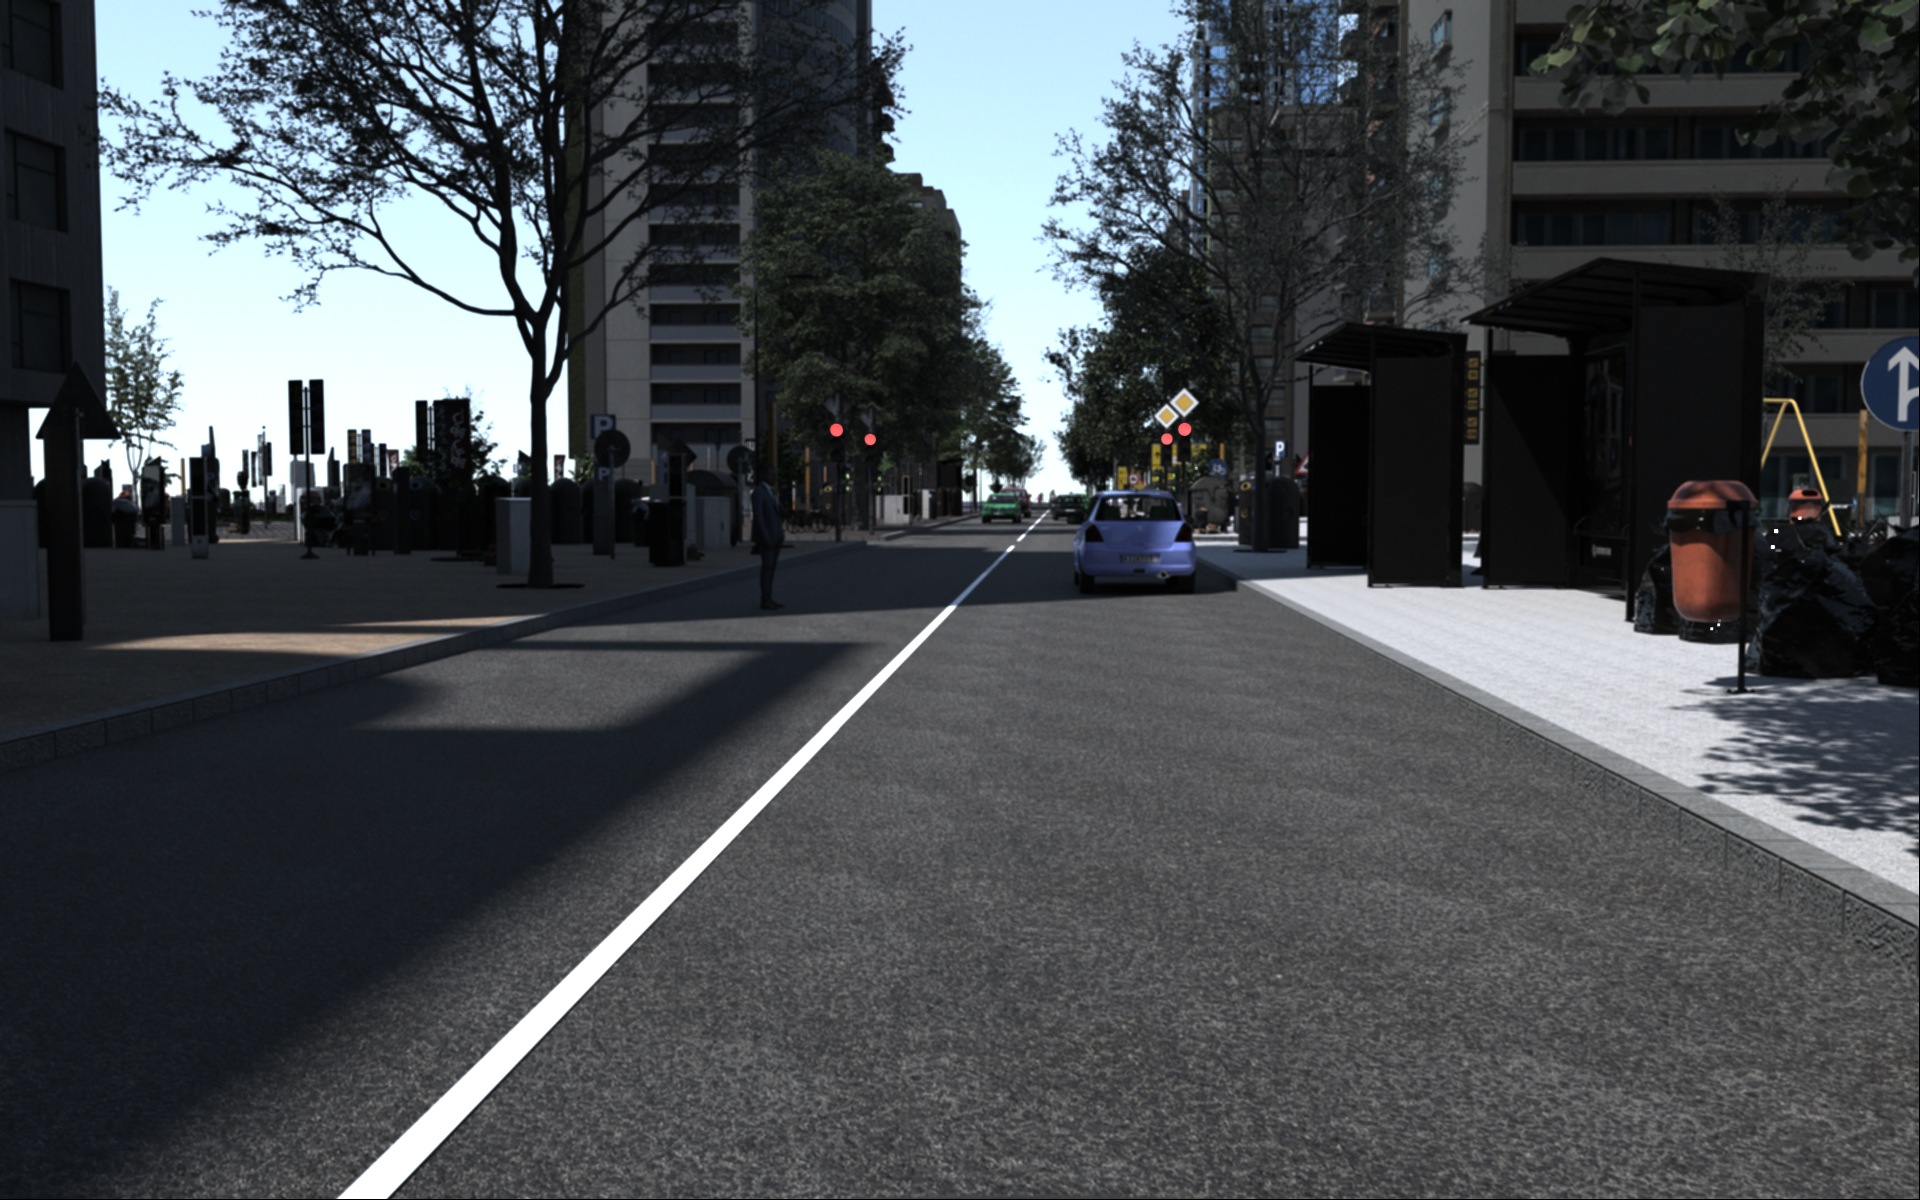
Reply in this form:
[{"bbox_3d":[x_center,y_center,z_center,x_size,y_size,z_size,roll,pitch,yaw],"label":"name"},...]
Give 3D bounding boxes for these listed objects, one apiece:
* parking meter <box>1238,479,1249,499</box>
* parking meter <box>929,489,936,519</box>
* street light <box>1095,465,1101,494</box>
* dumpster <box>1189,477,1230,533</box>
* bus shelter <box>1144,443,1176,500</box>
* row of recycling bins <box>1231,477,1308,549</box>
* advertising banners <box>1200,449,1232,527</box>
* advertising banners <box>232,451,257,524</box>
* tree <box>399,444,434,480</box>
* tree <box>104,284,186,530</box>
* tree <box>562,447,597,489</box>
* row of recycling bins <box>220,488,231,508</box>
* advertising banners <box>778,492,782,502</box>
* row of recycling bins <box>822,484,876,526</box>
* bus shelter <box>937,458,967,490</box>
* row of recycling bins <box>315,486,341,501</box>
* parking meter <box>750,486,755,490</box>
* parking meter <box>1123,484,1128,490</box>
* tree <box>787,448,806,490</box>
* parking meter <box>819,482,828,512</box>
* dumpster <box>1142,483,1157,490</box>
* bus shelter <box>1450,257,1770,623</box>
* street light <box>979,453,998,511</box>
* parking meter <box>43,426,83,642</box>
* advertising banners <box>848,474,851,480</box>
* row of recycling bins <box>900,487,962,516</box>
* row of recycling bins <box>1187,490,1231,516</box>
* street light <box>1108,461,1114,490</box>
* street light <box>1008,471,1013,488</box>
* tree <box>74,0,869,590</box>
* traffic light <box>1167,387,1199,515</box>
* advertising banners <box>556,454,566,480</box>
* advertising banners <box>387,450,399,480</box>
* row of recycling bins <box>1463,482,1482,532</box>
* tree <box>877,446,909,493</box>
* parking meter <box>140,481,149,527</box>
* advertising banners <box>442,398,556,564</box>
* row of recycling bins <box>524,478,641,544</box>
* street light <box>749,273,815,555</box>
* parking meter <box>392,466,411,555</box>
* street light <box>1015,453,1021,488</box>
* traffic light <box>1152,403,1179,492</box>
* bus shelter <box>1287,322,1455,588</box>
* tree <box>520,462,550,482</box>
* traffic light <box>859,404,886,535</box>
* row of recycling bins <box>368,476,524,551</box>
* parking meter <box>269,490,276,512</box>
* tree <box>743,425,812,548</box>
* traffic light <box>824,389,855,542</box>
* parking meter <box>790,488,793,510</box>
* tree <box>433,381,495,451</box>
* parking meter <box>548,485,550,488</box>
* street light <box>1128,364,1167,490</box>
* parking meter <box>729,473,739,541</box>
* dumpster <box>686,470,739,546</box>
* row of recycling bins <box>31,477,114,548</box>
[{"bbox_3d":[11.104,-3.796,67.768,0.399,1.863,0.255,0,4,-4],"label":"parking meter"},{"bbox_3d":[-1.384,-4.848,87.681,0.372,1.533,0.369,0,3,0],"label":"parking meter"},{"bbox_3d":[11.450,-10.221,139.651,1.470,5.913,1.316,0,4,3],"label":"street light"},{"bbox_3d":[8.384,-3.199,58.054,1.264,1.857,1.865,0,4,3],"label":"dumpster"},{"bbox_3d":[12.267,-7.689,103.345,2.179,5.291,8.768,0,4,3],"label":"bus shelter"},{"bbox_3d":[7.543,-2.145,42.180,1.069,1.692,3.534,0,4,-2],"label":"row of recycling bins"},{"bbox_3d":[10.022,-4.384,67.872,0.090,3.025,2.074,3,5,44],"label":"advertising banners"},{"bbox_3d":[-28.846,-4.511,69.948,0.090,3.025,2.074,0,4,5],"label":"advertising banners"},{"bbox_3d":[-31.896,-7.306,103.170,4.285,4.588,4.351,0,3,0],"label":"tree"},{"bbox_3d":[-28.981,-6.743,60.607,4.737,8.622,4.395,0,3,0],"label":"tree"},{"bbox_3d":[-15.324,-4.696,71.377,1.663,3.219,1.824,0,3,0],"label":"tree"},{"bbox_3d":[-51.022,-6.880,119.598,1.069,1.692,3.534,-2,4,-31],"label":"row of recycling bins"},{"bbox_3d":[-4.968,-3.081,46.561,0.090,3.025,2.074,-1,4,-13],"label":"advertising banners"},{"bbox_3d":[-4.499,-3.872,70.424,1.069,1.692,3.534,-2,4,-32],"label":"row of recycling bins"},{"bbox_3d":[-0.551,-7.605,115.617,1.731,3.624,6.357,0,4,4],"label":"bus shelter"},{"bbox_3d":[-46.649,-7.278,126.102,3.534,1.692,1.069,1,4,12],"label":"row of recycling bins"},{"bbox_3d":[-15.397,-7.523,128.709,0.399,1.863,0.255,1,4,14],"label":"parking meter"},{"bbox_3d":[10.017,-6.012,104.014,0.399,1.863,0.255,0,4,-2],"label":"parking meter"},{"bbox_3d":[-12.173,-8.380,120.724,4.285,4.588,4.351,0,3,0],"label":"tree"},{"bbox_3d":[-6.564,-4.757,83.483,0.399,1.863,0.255,-3,5,-42],"label":"parking meter"},{"bbox_3d":[9.666,-4.909,86.021,1.264,1.857,1.865,0,4,3],"label":"dumpster"},{"bbox_3d":[7.387,-1.773,20.271,1.731,3.624,6.357,0,4,3],"label":"bus shelter"},{"bbox_3d":[2.112,-9.715,131.381,1.470,5.913,1.316,0,4,3],"label":"street light"},{"bbox_3d":[-7.870,-0.581,15.204,0.255,1.863,0.399,-2,4,-25],"label":"parking meter"},{"bbox_3d":[-8.068,-7.203,113.963,2.074,3.025,0.090,1,4,20],"label":"advertising banners"},{"bbox_3d":[-1.588,-5.753,101.179,3.534,1.692,1.069,1,4,10],"label":"row of recycling bins"},{"bbox_3d":[15.177,-5.844,102.667,3.534,1.692,1.069,0,4,-6],"label":"row of recycling bins"},{"bbox_3d":[8.806,-7.547,95.935,1.470,5.913,1.316,0,4,3],"label":"street light"},{"bbox_3d":[4.057,-11.715,164.087,1.470,5.913,1.316,0,4,3],"label":"street light"},{"bbox_3d":[-5.735,-6.918,23.473,12.009,13.543,11.850,0,3,0],"label":"tree"},{"bbox_3d":[5.900,-3.480,45.821,0.839,4.253,0.868,0,4,3],"label":"traffic light"},{"bbox_3d":[-18.398,-4.899,76.282,2.074,3.025,0.090,-1,4,-17],"label":"advertising banners"},{"bbox_3d":[-21.322,-4.352,67.340,2.074,3.025,0.090,1,4,12],"label":"advertising banners"},{"bbox_3d":[17.524,-3.281,60.765,1.069,1.692,3.534,0,4,-1],"label":"row of recycling bins"},{"bbox_3d":[-4.092,-8.048,115.297,4.285,4.588,4.351,0,3,0],"label":"tree"},{"bbox_3d":[-31.970,-3.813,68.047,0.255,1.863,0.399,1,4,18],"label":"parking meter"},{"bbox_3d":[-8.418,-2.162,31.539,2.074,3.025,0.090,1,4,9],"label":"advertising banners"},{"bbox_3d":[-9.814,-2.305,44.793,3.534,1.692,1.069,-3,5,-43],"label":"row of recycling bins"},{"bbox_3d":[-3.752,-3.915,36.552,1.470,5.913,1.316,0,4,3],"label":"street light"},{"bbox_3d":[-11.890,-1.905,36.855,0.255,1.863,0.399,-3,5,-40],"label":"parking meter"},{"bbox_3d":[6.016,-13.711,196.710,1.470,5.913,1.316,0,4,3],"label":"street light"},{"bbox_3d":[6.384,-3.968,53.791,0.839,4.253,0.868,0,4,3],"label":"traffic light"},{"bbox_3d":[6.302,-2.168,26.732,1.731,3.624,6.357,0,4,3],"label":"bus shelter"},{"bbox_3d":[-22.338,-5.888,90.873,1.663,3.219,1.824,0,3,0],"label":"tree"},{"bbox_3d":[-2.762,-4.000,54.328,0.839,4.253,0.868,0,4,3],"label":"traffic light"},{"bbox_3d":[-11.972,-1.996,39.744,3.534,1.692,1.069,0,4,6],"label":"row of recycling bins"},{"bbox_3d":[-38.371,-5.399,96.680,0.372,1.533,0.369,0,3,0],"label":"parking meter"},{"bbox_3d":[-4.383,-2.878,41.654,1.663,3.219,1.824,0,3,0],"label":"tree"},{"bbox_3d":[-3.245,-3.513,46.358,0.839,4.253,0.868,0,4,3],"label":"traffic light"},{"bbox_3d":[-12.060,-7.193,123.311,0.255,1.863,0.399,3,5,40],"label":"parking meter"},{"bbox_3d":[-32.414,-9.927,112.664,4.360,8.622,3.978,0,3,0],"label":"tree"},{"bbox_3d":[-27.303,-6.660,114.598,0.255,1.863,0.399,-3,5,-41],"label":"parking meter"},{"bbox_3d":[6.832,-5.479,62.126,1.470,5.913,1.316,0,4,3],"label":"street light"},{"bbox_3d":[-6.156,-2.539,47.222,0.255,1.863,0.399,0,4,0],"label":"parking meter"},{"bbox_3d":[-6.143,-2.217,42.012,1.264,1.857,1.865,0,4,3],"label":"dumpster"},{"bbox_3d":[-22.219,-2.115,41.697,3.534,1.692,1.069,0,4,-2],"label":"row of recycling bins"}]
